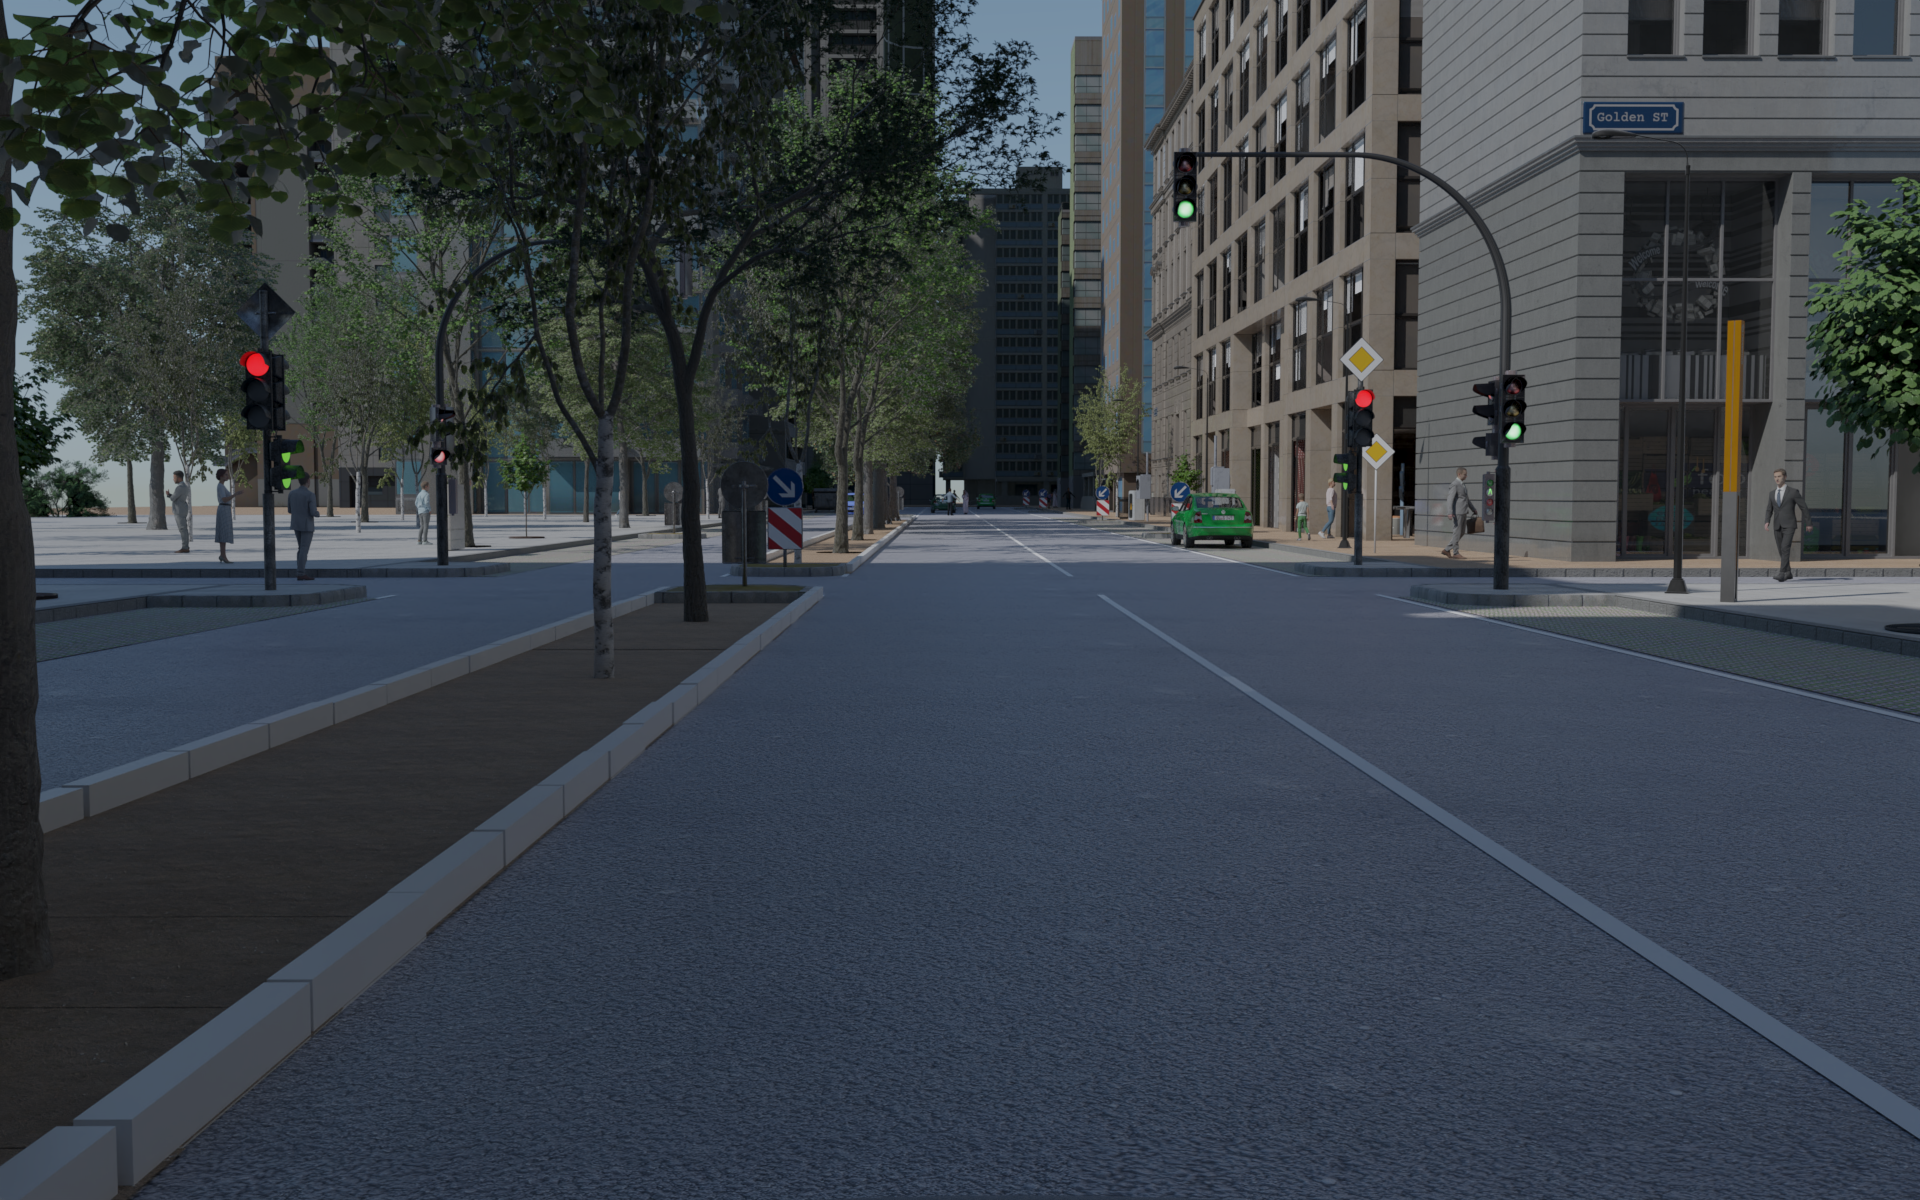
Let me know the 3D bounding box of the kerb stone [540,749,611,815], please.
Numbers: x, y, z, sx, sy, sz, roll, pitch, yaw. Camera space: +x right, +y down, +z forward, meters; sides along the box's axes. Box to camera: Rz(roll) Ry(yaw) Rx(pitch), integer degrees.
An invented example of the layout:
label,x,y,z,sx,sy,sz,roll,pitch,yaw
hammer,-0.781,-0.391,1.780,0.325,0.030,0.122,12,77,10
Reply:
label,x,y,z,sx,sy,sz,roll,pitch,yaw
kerb stone,-1.810,0.859,8.145,0.120,0.150,1.000,0,4,-1

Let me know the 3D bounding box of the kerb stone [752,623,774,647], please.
label,x,y,z,sx,sy,sz,roll,pitch,yaw
kerb stone,-1.886,0.358,16.349,0.120,0.150,1.000,0,4,-1

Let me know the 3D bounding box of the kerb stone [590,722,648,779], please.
label,x,y,z,sx,sy,sz,roll,pitch,yaw
kerb stone,-1.814,0.800,9.175,0.120,0.150,1.000,0,4,-1

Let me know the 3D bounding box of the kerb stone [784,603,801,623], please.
label,x,y,z,sx,sy,sz,roll,pitch,yaw
kerb stone,-1.911,0.170,19.418,0.120,0.150,1.000,0,4,-1

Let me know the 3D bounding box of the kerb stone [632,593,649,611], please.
label,x,y,z,sx,sy,sz,roll,pitch,yaw
kerb stone,-4.036,0.053,21.458,0.120,0.150,1.000,0,4,-1

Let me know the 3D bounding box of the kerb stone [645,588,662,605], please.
label,x,y,z,sx,sy,sz,roll,pitch,yaw
kerb stone,-4.037,-0.018,22.482,0.120,0.150,1.000,0,4,-1

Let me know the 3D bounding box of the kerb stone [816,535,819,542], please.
label,x,y,z,sx,sy,sz,roll,pitch,yaw
kerb stone,-4.315,-1.745,50.728,0.120,0.150,1.000,0,4,-1

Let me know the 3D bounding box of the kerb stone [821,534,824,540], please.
label,x,y,z,sx,sy,sz,roll,pitch,yaw
kerb stone,-4.324,-1.870,52.778,0.120,0.150,1.000,0,4,-1

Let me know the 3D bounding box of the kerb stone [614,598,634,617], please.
label,x,y,z,sx,sy,sz,roll,pitch,yaw
kerb stone,-4.027,0.108,20.433,0.120,0.150,1.000,0,4,-1

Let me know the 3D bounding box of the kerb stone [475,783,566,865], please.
label,x,y,z,sx,sy,sz,roll,pitch,yaw
kerb stone,-1.803,0.922,7.123,0.120,0.150,1.000,0,4,-1

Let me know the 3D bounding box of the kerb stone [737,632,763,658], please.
label,x,y,z,sx,sy,sz,roll,pitch,yaw
kerb stone,-1.882,0.421,15.322,0.120,0.150,1.000,0,4,-1

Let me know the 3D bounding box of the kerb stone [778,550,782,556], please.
label,x,y,z,sx,sy,sz,roll,pitch,yaw
kerb stone,-4.212,-1.054,39.436,0.120,0.150,1.000,0,4,-1

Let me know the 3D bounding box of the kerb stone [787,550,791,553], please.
label,x,y,z,sx,sy,sz,roll,pitch,yaw
kerb stone,-4.221,-1.181,41.498,0.120,0.150,1.000,0,4,-1

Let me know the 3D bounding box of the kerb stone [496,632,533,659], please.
label,x,y,z,sx,sy,sz,roll,pitch,yaw
kerb stone,-3.981,0.421,15.318,0.120,0.150,1.000,0,4,-1

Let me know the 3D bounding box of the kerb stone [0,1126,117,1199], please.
label,x,y,z,sx,sy,sz,roll,pitch,yaw
kerb stone,-1.768,1.173,3.019,0.120,0.150,1.000,0,4,-1

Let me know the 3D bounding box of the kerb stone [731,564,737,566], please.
label,x,y,z,sx,sy,sz,roll,pitch,yaw
kerb stone,-4.137,-0.612,32.262,0.120,0.150,1.000,0,4,-1

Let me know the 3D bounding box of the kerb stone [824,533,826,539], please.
label,x,y,z,sx,sy,sz,roll,pitch,yaw
kerb stone,-4.339,-1.933,53.800,0.120,0.150,1.000,0,4,-1

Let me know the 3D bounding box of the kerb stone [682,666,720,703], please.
label,x,y,z,sx,sy,sz,roll,pitch,yaw
kerb stone,-1.843,0.608,12.250,0.120,0.150,1.000,0,4,-1

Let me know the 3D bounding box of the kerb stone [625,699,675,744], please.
label,x,y,z,sx,sy,sz,roll,pitch,yaw
kerb stone,-1.833,0.734,10.197,0.120,0.150,1.000,0,4,-1

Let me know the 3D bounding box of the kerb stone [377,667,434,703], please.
label,x,y,z,sx,sy,sz,roll,pitch,yaw
kerb stone,-3.947,0.614,12.241,0.120,0.150,1.000,0,4,-1

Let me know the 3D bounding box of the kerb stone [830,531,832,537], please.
label,x,y,z,sx,sy,sz,roll,pitch,yaw
kerb stone,-4.368,-2.119,56.873,0.120,0.150,1.000,0,4,-1

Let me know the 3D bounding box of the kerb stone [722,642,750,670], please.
label,x,y,z,sx,sy,sz,roll,pitch,yaw
kerb stone,-1.869,0.485,14.296,0.120,0.150,1.000,0,4,-1

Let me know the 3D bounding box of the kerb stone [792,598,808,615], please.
label,x,y,z,sx,sy,sz,roll,pitch,yaw
kerb stone,-1.925,0.107,20.451,0.120,0.150,1.000,0,4,-1

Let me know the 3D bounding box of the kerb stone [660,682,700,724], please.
label,x,y,z,sx,sy,sz,roll,pitch,yaw
kerb stone,-1.834,0.678,11.219,0.120,0.150,1.000,0,4,-1

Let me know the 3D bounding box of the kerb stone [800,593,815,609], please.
label,x,y,z,sx,sy,sz,roll,pitch,yaw
kerb stone,-1.933,0.047,21.486,0.120,0.150,1.000,0,4,-1

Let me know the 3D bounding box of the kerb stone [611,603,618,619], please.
label,x,y,z,sx,sy,sz,roll,pitch,yaw
kerb stone,-4.017,0.171,19.411,0.120,0.150,1.000,0,4,-1

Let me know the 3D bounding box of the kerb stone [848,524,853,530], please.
label,x,y,z,sx,sy,sz,roll,pitch,yaw
kerb stone,-4.514,-3.062,72.260,0.120,0.150,1.000,0,4,-1

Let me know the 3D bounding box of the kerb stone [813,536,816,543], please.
label,x,y,z,sx,sy,sz,roll,pitch,yaw
kerb stone,-4.305,-1.683,49.706,0.120,0.150,1.000,0,4,-1

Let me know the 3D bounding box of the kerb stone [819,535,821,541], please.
label,x,y,z,sx,sy,sz,roll,pitch,yaw
kerb stone,-4.323,-1.808,51.750,0.120,0.150,1.000,0,4,-1

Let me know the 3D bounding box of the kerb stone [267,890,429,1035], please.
label,x,y,z,sx,sy,sz,roll,pitch,yaw
kerb stone,-1.776,1.047,5.079,0.120,0.150,1.000,0,4,-1

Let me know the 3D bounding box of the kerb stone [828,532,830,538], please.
label,x,y,z,sx,sy,sz,roll,pitch,yaw
kerb stone,-4.360,-2.058,55.850,0.120,0.150,1.000,0,4,-1

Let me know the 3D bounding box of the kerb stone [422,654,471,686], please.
label,x,y,z,sx,sy,sz,roll,pitch,yaw
kerb stone,-3.960,0.550,13.263,0.120,0.150,1.000,0,4,-1

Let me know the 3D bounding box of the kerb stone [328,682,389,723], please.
label,x,y,z,sx,sy,sz,roll,pitch,yaw
kerb stone,-3.932,0.679,11.211,0.120,0.150,1.000,0,4,-1

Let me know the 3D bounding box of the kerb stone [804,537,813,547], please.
label,x,y,z,sx,sy,sz,roll,pitch,yaw
kerb stone,-4.295,-1.620,48.679,0.120,0.150,1.000,0,4,-1

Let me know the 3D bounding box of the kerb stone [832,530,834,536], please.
label,x,y,z,sx,sy,sz,roll,pitch,yaw
kerb stone,-4.375,-2.183,57.895,0.120,0.150,1.000,0,4,-1

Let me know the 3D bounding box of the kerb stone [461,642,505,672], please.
label,x,y,z,sx,sy,sz,roll,pitch,yaw
kerb stone,-3.965,0.487,14.296,0.120,0.150,1.000,0,4,-1

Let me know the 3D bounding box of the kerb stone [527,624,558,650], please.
label,x,y,z,sx,sy,sz,roll,pitch,yaw
kerb stone,-3.992,0.361,16.340,0.120,0.150,1.000,0,4,-1

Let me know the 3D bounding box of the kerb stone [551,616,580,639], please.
label,x,y,z,sx,sy,sz,roll,pitch,yaw
kerb stone,-3.999,0.299,17.362,0.120,0.150,1.000,0,4,-1

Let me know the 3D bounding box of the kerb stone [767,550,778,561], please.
label,x,y,z,sx,sy,sz,roll,pitch,yaw
kerb stone,-4.197,-0.985,38.412,0.120,0.150,1.000,0,4,-1

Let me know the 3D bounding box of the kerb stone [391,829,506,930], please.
label,x,y,z,sx,sy,sz,roll,pitch,yaw
kerb stone,-1.796,0.988,6.101,0.120,0.150,1.000,0,4,-1

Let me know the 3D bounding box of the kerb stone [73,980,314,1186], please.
label,x,y,z,sx,sy,sz,roll,pitch,yaw
kerb stone,-1.764,1.110,4.058,0.120,0.150,1.000,0,4,-1

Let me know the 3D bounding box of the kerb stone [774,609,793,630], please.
label,x,y,z,sx,sy,sz,roll,pitch,yaw
kerb stone,-1.905,0.232,18.396,0.120,0.150,1.000,0,4,-1

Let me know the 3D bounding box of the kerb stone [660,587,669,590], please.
label,x,y,z,sx,sy,sz,roll,pitch,yaw
kerb stone,-4.055,-0.081,23.516,0.120,0.150,1.000,0,4,-1

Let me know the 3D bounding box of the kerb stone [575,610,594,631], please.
label,x,y,z,sx,sy,sz,roll,pitch,yaw
kerb stone,-4.013,0.235,18.384,0.120,0.150,1.000,0,4,-1

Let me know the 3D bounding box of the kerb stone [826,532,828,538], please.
label,x,y,z,sx,sy,sz,roll,pitch,yaw
kerb stone,-4.351,-1.996,54.828,0.120,0.150,1.000,0,4,-1

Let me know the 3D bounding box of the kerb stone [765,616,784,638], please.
label,x,y,z,sx,sy,sz,roll,pitch,yaw
kerb stone,-1.896,0.297,17.371,0.120,0.150,1.000,0,4,-1

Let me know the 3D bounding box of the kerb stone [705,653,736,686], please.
label,x,y,z,sx,sy,sz,roll,pitch,yaw
kerb stone,-1.853,0.546,13.274,0.120,0.150,1.000,0,4,-1
